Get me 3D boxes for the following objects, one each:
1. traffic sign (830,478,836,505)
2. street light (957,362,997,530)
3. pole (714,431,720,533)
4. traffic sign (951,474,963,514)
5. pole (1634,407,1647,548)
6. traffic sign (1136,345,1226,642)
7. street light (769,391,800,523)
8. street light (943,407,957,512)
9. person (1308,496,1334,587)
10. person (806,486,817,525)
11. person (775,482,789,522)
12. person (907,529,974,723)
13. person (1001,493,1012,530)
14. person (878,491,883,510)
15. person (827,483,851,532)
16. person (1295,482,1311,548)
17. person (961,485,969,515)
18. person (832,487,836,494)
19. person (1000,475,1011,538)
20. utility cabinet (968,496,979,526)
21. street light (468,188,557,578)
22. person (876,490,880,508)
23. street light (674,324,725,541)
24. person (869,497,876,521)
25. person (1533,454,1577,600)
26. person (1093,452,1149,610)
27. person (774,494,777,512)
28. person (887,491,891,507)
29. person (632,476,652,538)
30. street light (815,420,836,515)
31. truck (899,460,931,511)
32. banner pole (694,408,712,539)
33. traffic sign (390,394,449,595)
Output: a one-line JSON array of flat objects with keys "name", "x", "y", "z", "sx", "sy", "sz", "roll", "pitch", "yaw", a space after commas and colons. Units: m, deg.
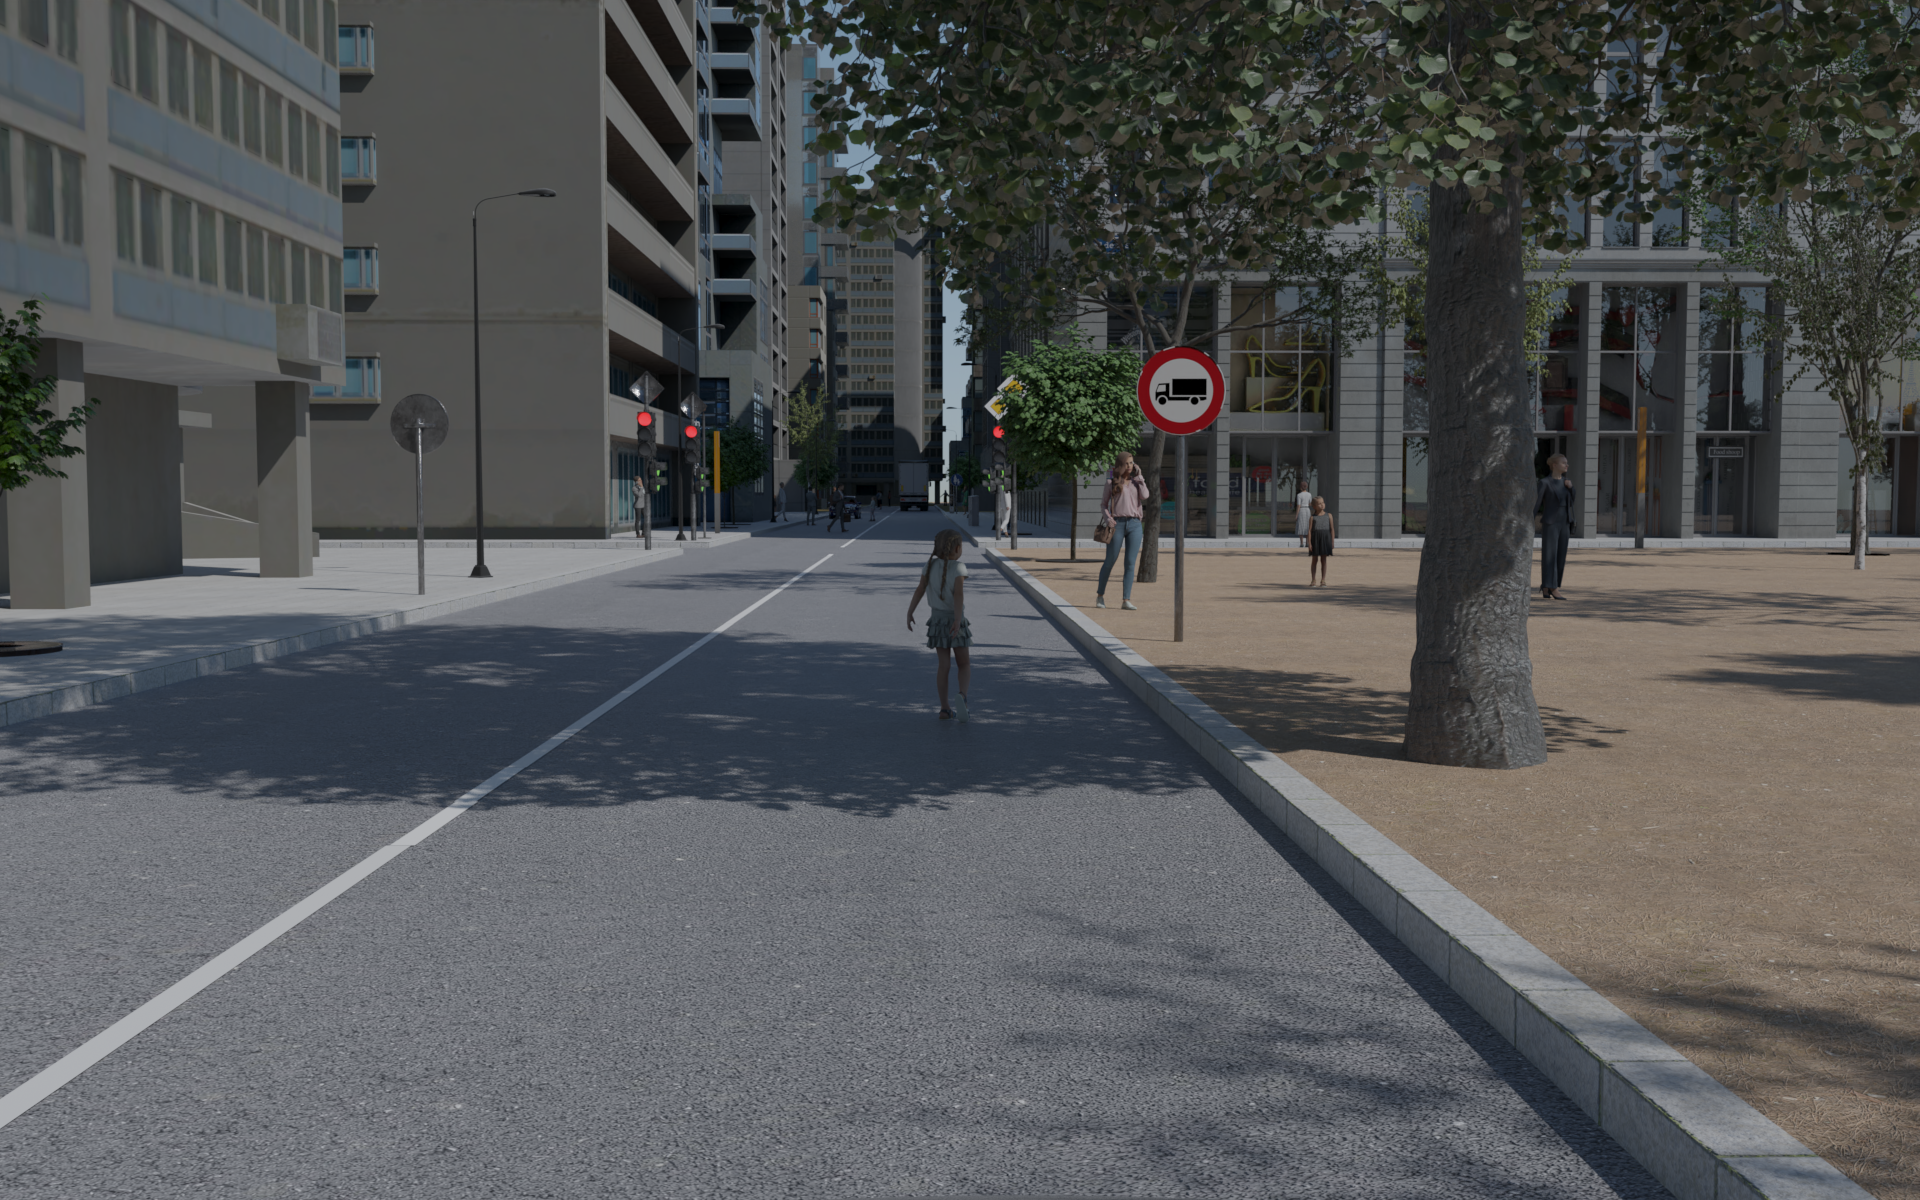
[{"name": "traffic sign", "x": -9.098, "y": -7.446, "z": 121.839, "sx": 0.768, "sy": 2.556, "sz": 0.104, "roll": 0, "pitch": 4, "yaw": 1}, {"name": "street light", "x": 0.731, "y": -5.424, "z": 61.227, "sx": 1.470, "sy": 5.913, "sz": 1.316, "roll": 0, "pitch": 4, "yaw": -1}, {"name": "pole", "x": -7.897, "y": -3.821, "z": 56.322, "sx": 0.158, "sy": 3.312, "sz": 0.155, "roll": 0, "pitch": 3, "yaw": 0}, {"name": "traffic sign", "x": -0.206, "y": -6.675, "z": 109.249, "sx": 0.768, "sy": 2.556, "sz": 0.104, "roll": 0, "pitch": 4, "yaw": 5}, {"name": "pole", "x": 16.035, "y": -2.872, "z": 40.797, "sx": 0.158, "sy": 3.312, "sz": 0.155, "roll": 0, "pitch": 3, "yaw": 0}, {"name": "traffic sign", "x": 1.900, "y": -0.909, "z": 14.973, "sx": 0.768, "sy": 2.556, "sz": 0.104, "roll": 0, "pitch": 4, "yaw": 0}, {"name": "street light", "x": -7.871, "y": -6.443, "z": 77.892, "sx": 1.470, "sy": 5.913, "sz": 1.316, "roll": 0, "pitch": 4, "yaw": -1}, {"name": "street light", "x": -0.029, "y": -7.323, "z": 92.276, "sx": 1.470, "sy": 5.913, "sz": 1.316, "roll": 0, "pitch": 4, "yaw": -1}, {"name": "person", "x": 5.006, "y": -0.813, "z": 24.013, "sx": 0.362, "sy": 1.253, "sz": 0.373, "roll": 1, "pitch": 4, "yaw": 9}, {"name": "person", "x": -6.808, "y": -4.334, "z": 79.539, "sx": 0.511, "sy": 1.800, "sz": 0.466, "roll": 0, "pitch": 4, "yaw": 8}, {"name": "person", "x": -8.324, "y": -4.564, "z": 80.542, "sx": 0.818, "sy": 1.842, "sz": 0.514, "roll": -2, "pitch": 4, "yaw": -27}, {"name": "person", "x": -0.136, "y": 0.157, "z": 10.948, "sx": 0.505, "sy": 1.210, "sz": 0.382, "roll": 2, "pitch": 4, "yaw": 25}, {"name": "person", "x": 1.685, "y": -3.437, "z": 62.414, "sx": 0.721, "sy": 1.800, "sz": 0.419, "roll": 1, "pitch": 4, "yaw": 10}, {"name": "person", "x": -7.452, "y": -9.267, "z": 160.806, "sx": 0.721, "sy": 1.735, "sz": 1.217, "roll": 0, "pitch": 4, "yaw": 3}, {"name": "person", "x": -4.553, "y": -3.462, "z": 65.071, "sx": 0.822, "sy": 1.834, "sz": 0.622, "roll": 1, "pitch": 4, "yaw": 19}, {"name": "person", "x": 8.881, "y": -2.193, "z": 44.933, "sx": 0.480, "sy": 1.755, "sz": 0.524, "roll": -2, "pitch": 4, "yaw": -25}, {"name": "person", "x": 0.388, "y": -5.960, "z": 103.736, "sx": 0.529, "sy": 1.795, "sz": 0.600, "roll": -1, "pitch": 4, "yaw": -14}, {"name": "person", "x": -9.802, "y": -7.914, "z": 135.572, "sx": 0.705, "sy": 1.807, "sz": 1.348, "roll": -2, "pitch": 4, "yaw": -32}, {"name": "person", "x": 1.240, "y": -2.716, "z": 50.335, "sx": 0.514, "sy": 1.842, "sz": 0.818, "roll": 2, "pitch": 4, "yaw": 35}, {"name": "utility cabinet", "x": 0.543, "y": -3.582, "z": 69.725, "sx": 0.306, "sy": 1.237, "sz": 1.020, "roll": -1, "pitch": 4, "yaw": -8}, {"name": "street light", "x": -6.833, "y": -3.298, "z": 26.471, "sx": 1.470, "sy": 5.913, "sz": 1.316, "roll": 0, "pitch": 4, "yaw": -1}, {"name": "person", "x": -8.694, "y": -10.742, "z": 184.125, "sx": 0.705, "sy": 1.826, "sz": 1.348, "roll": 2, "pitch": 4, "yaw": 29}, {"name": "street light", "x": -7.135, "y": -4.583, "z": 47.477, "sx": 1.470, "sy": 5.913, "sz": 1.316, "roll": 0, "pitch": 4, "yaw": -1}, {"name": "person", "x": -4.614, "y": -4.787, "z": 91.047, "sx": 0.394, "sy": 1.301, "sz": 0.425, "roll": 1, "pitch": 4, "yaw": 10}, {"name": "person", "x": 7.211, "y": -0.897, "z": 21.132, "sx": 0.576, "sy": 1.772, "sz": 0.534, "roll": -3, "pitch": 5, "yaw": -39}, {"name": "person", "x": 1.762, "y": -0.777, "z": 19.331, "sx": 0.593, "sy": 1.750, "sz": 0.643, "roll": -1, "pitch": 4, "yaw": -11}, {"name": "person", "x": -13.194, "y": -6.860, "z": 122.870, "sx": 0.362, "sy": 1.253, "sz": 0.373, "roll": -3, "pitch": 5, "yaw": -42}, {"name": "person", "x": -8.036, "y": -11.497, "z": 196.437, "sx": 0.705, "sy": 1.831, "sz": 1.348, "roll": -1, "pitch": 4, "yaw": -10}, {"name": "person", "x": -9.290, "y": -2.707, "z": 50.484, "sx": 0.473, "sy": 1.802, "sz": 0.592, "roll": 3, "pitch": 4, "yaw": 36}, {"name": "street light", "x": -8.448, "y": -8.304, "z": 108.311, "sx": 1.470, "sy": 5.913, "sz": 1.316, "roll": 0, "pitch": 4, "yaw": -1}, {"name": "truck", "x": -3.918, "y": -9.816, "z": 149.408, "sx": 2.839, "sy": 4.237, "sz": 11.283, "roll": 0, "pitch": 4, "yaw": -1}, {"name": "banner pole", "x": -7.463, "y": -3.648, "z": 49.659, "sx": 0.401, "sy": 3.779, "sz": 0.863, "roll": 2, "pitch": 4, "yaw": 24}, {"name": "traffic sign", "x": -6.853, "y": -1.337, "z": 21.969, "sx": 0.768, "sy": 2.556, "sz": 0.104, "roll": 0, "pitch": 4, "yaw": 5}]
